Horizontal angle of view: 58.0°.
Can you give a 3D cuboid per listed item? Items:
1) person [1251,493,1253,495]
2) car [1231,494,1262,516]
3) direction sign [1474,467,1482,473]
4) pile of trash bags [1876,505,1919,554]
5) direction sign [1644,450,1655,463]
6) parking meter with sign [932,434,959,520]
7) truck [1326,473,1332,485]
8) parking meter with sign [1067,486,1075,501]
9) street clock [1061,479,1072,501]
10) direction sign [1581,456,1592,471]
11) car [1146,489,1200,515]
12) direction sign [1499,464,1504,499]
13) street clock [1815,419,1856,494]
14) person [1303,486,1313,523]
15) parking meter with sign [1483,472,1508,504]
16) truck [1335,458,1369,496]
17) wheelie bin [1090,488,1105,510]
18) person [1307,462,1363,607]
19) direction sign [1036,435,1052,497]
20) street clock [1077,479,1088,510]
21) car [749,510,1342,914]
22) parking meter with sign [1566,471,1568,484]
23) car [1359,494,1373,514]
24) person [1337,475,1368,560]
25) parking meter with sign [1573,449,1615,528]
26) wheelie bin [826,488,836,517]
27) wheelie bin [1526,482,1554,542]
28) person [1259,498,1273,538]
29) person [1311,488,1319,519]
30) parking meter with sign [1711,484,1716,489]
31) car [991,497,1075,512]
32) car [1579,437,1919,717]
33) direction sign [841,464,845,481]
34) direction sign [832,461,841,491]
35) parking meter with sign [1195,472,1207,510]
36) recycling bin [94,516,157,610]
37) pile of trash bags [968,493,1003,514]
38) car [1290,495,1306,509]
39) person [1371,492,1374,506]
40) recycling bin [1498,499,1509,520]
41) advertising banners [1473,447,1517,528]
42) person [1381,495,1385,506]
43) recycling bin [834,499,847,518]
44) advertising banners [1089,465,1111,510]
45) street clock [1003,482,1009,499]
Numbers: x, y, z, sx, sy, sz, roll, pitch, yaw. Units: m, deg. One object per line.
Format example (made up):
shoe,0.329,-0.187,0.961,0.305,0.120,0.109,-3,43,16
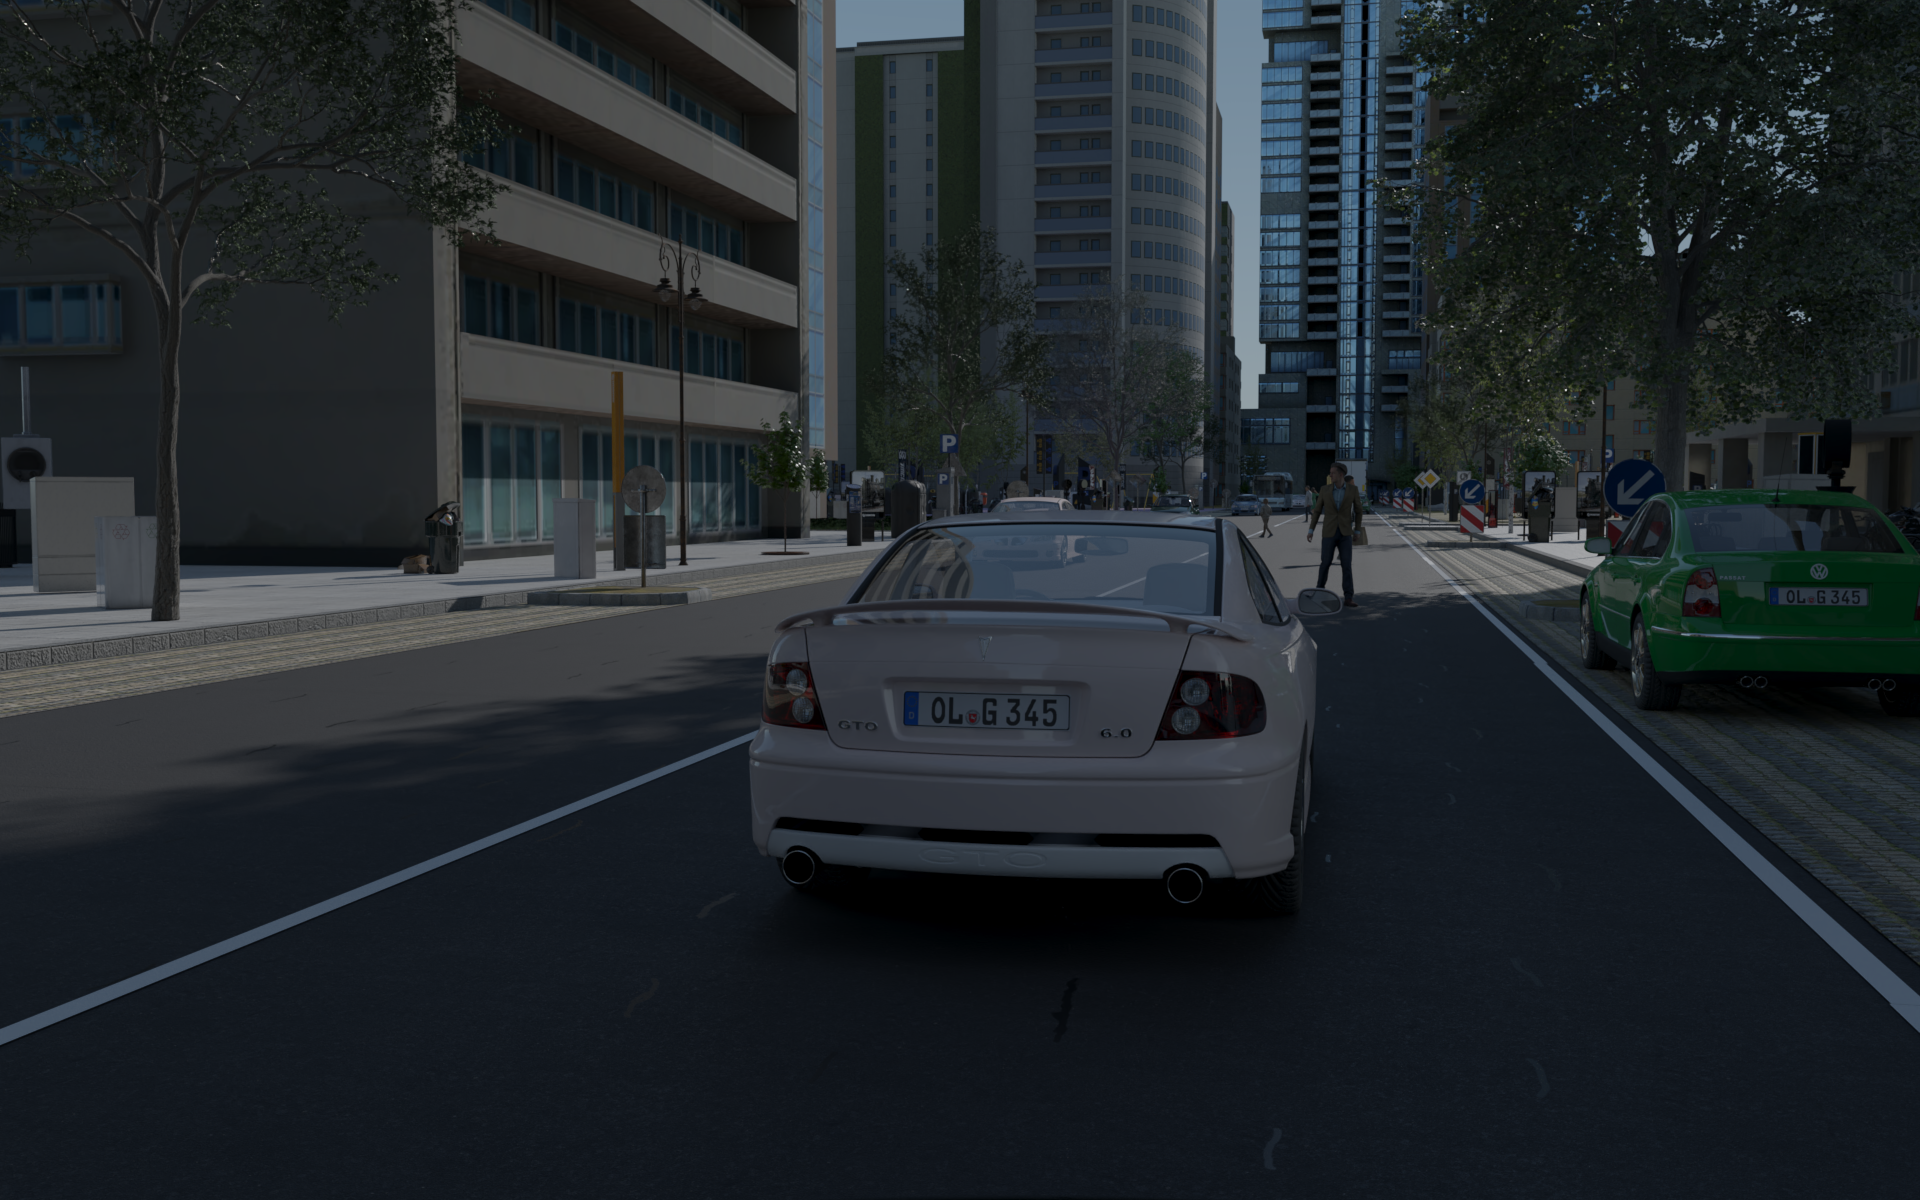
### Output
person,26.956,-9.155,158.631,0.568,1.767,0.683,0,4,-6
car,19.084,-6.311,115.193,2.014,1.417,4.499,1,4,14
direction sign,42.389,-9.191,142.274,0.876,3.537,0.379,0,4,4
pile of trash bags,17.923,-1.277,30.625,3.447,1.369,1.912,1,4,20
direction sign,35.627,-5.946,89.215,0.876,3.537,0.379,3,5,41
parking meter with sign,-0.448,-3.264,49.624,0.543,3.016,1.738,1,4,9
truck,35.682,-10.118,161.346,3.469,3.379,9.791,1,4,14
parking meter with sign,9.919,-9.679,154.513,1.738,3.016,0.543,1,4,18
street clock,5.159,-4.840,83.702,0.471,2.002,0.358,-1,4,-22
direction sign,37.203,-6.783,102.898,0.379,3.537,0.876,-2,4,-24
car,8.234,-3.474,66.580,2.009,1.686,4.222,1,4,13
direction sign,41.344,-8.544,131.696,0.876,3.537,0.379,-1,4,-20
street clock,8.499,-0.750,16.828,0.358,2.002,0.471,2,4,24
person,17.618,-4.819,87.139,0.795,1.843,0.661,0,4,5
parking meter with sign,34.324,-7.056,111.631,1.738,3.016,0.543,2,4,25
truck,31.944,-9.318,141.266,2.839,4.237,11.283,1,4,13
wheelie bin,6.792,-4.751,85.587,0.693,1.594,0.980,1,4,8
person,4.816,-0.849,22.298,0.656,1.842,0.836,-1,4,-20
direction sign,3.259,-4.593,67.097,0.379,3.537,0.876,-3,4,-38
street clock,6.056,-4.940,85.333,0.358,2.002,0.471,3,5,44
car,0.572,0.301,7.433,2.083,1.381,4.827,1,4,12
parking meter with sign,47.520,-8.370,133.112,1.738,3.016,0.543,1,4,22
car,28.256,-6.812,123.172,2.131,1.459,4.920,1,4,14
person,8.070,-1.682,35.982,0.794,1.824,0.713,-2,4,-25
parking meter with sign,24.186,-4.264,65.975,1.738,3.016,0.543,-3,4,-37
wheelie bin,-7.074,-5.210,93.097,0.693,1.594,0.980,-3,4,-36
wheelie bin,15.426,-2.334,46.075,0.693,1.594,0.980,1,4,17
person,10.012,-2.690,56.762,0.475,1.303,0.640,-3,5,-44
person,20.307,-5.565,99.739,0.600,1.795,0.529,3,5,41
parking meter with sign,54.741,-7.957,126.353,1.738,3.016,0.543,3,5,44
car,1.454,-1.398,35.216,2.083,1.381,4.827,1,4,12
car,5.644,-0.231,12.572,1.959,1.807,4.718,1,4,13
direction sign,-9.031,-8.429,129.804,0.876,3.537,0.379,-1,4,-14
direction sign,-7.433,-6.716,101.805,0.379,3.537,0.876,0,4,5
parking meter with sign,19.328,-8.786,139.905,0.543,3.016,1.738,-1,4,-17
recycling bin,-9.366,-0.434,19.658,0.722,1.027,0.722,-2,4,-34
pile of trash bags,0.818,-5.369,97.538,3.447,1.369,1.912,1,4,20
car,32.336,-9.341,165.093,2.083,1.381,4.827,1,4,13
person,51.323,-12.629,215.698,0.721,1.735,1.217,3,4,38
recycling bin,27.159,-4.534,86.692,0.722,1.027,0.722,3,5,40
advertising banners,20.177,-4.244,65.576,0.090,3.025,2.074,-2,4,-27
person,48.060,-11.454,196.331,0.434,1.755,0.990,-1,4,-18
recycling bin,-4.188,-3.145,63.967,0.722,1.027,0.722,2,4,32
advertising banners,8.564,-6.717,106.011,2.074,3.025,0.090,-3,5,-45
street clock,2.758,-6.052,103.512,0.358,2.002,0.471,1,4,16
